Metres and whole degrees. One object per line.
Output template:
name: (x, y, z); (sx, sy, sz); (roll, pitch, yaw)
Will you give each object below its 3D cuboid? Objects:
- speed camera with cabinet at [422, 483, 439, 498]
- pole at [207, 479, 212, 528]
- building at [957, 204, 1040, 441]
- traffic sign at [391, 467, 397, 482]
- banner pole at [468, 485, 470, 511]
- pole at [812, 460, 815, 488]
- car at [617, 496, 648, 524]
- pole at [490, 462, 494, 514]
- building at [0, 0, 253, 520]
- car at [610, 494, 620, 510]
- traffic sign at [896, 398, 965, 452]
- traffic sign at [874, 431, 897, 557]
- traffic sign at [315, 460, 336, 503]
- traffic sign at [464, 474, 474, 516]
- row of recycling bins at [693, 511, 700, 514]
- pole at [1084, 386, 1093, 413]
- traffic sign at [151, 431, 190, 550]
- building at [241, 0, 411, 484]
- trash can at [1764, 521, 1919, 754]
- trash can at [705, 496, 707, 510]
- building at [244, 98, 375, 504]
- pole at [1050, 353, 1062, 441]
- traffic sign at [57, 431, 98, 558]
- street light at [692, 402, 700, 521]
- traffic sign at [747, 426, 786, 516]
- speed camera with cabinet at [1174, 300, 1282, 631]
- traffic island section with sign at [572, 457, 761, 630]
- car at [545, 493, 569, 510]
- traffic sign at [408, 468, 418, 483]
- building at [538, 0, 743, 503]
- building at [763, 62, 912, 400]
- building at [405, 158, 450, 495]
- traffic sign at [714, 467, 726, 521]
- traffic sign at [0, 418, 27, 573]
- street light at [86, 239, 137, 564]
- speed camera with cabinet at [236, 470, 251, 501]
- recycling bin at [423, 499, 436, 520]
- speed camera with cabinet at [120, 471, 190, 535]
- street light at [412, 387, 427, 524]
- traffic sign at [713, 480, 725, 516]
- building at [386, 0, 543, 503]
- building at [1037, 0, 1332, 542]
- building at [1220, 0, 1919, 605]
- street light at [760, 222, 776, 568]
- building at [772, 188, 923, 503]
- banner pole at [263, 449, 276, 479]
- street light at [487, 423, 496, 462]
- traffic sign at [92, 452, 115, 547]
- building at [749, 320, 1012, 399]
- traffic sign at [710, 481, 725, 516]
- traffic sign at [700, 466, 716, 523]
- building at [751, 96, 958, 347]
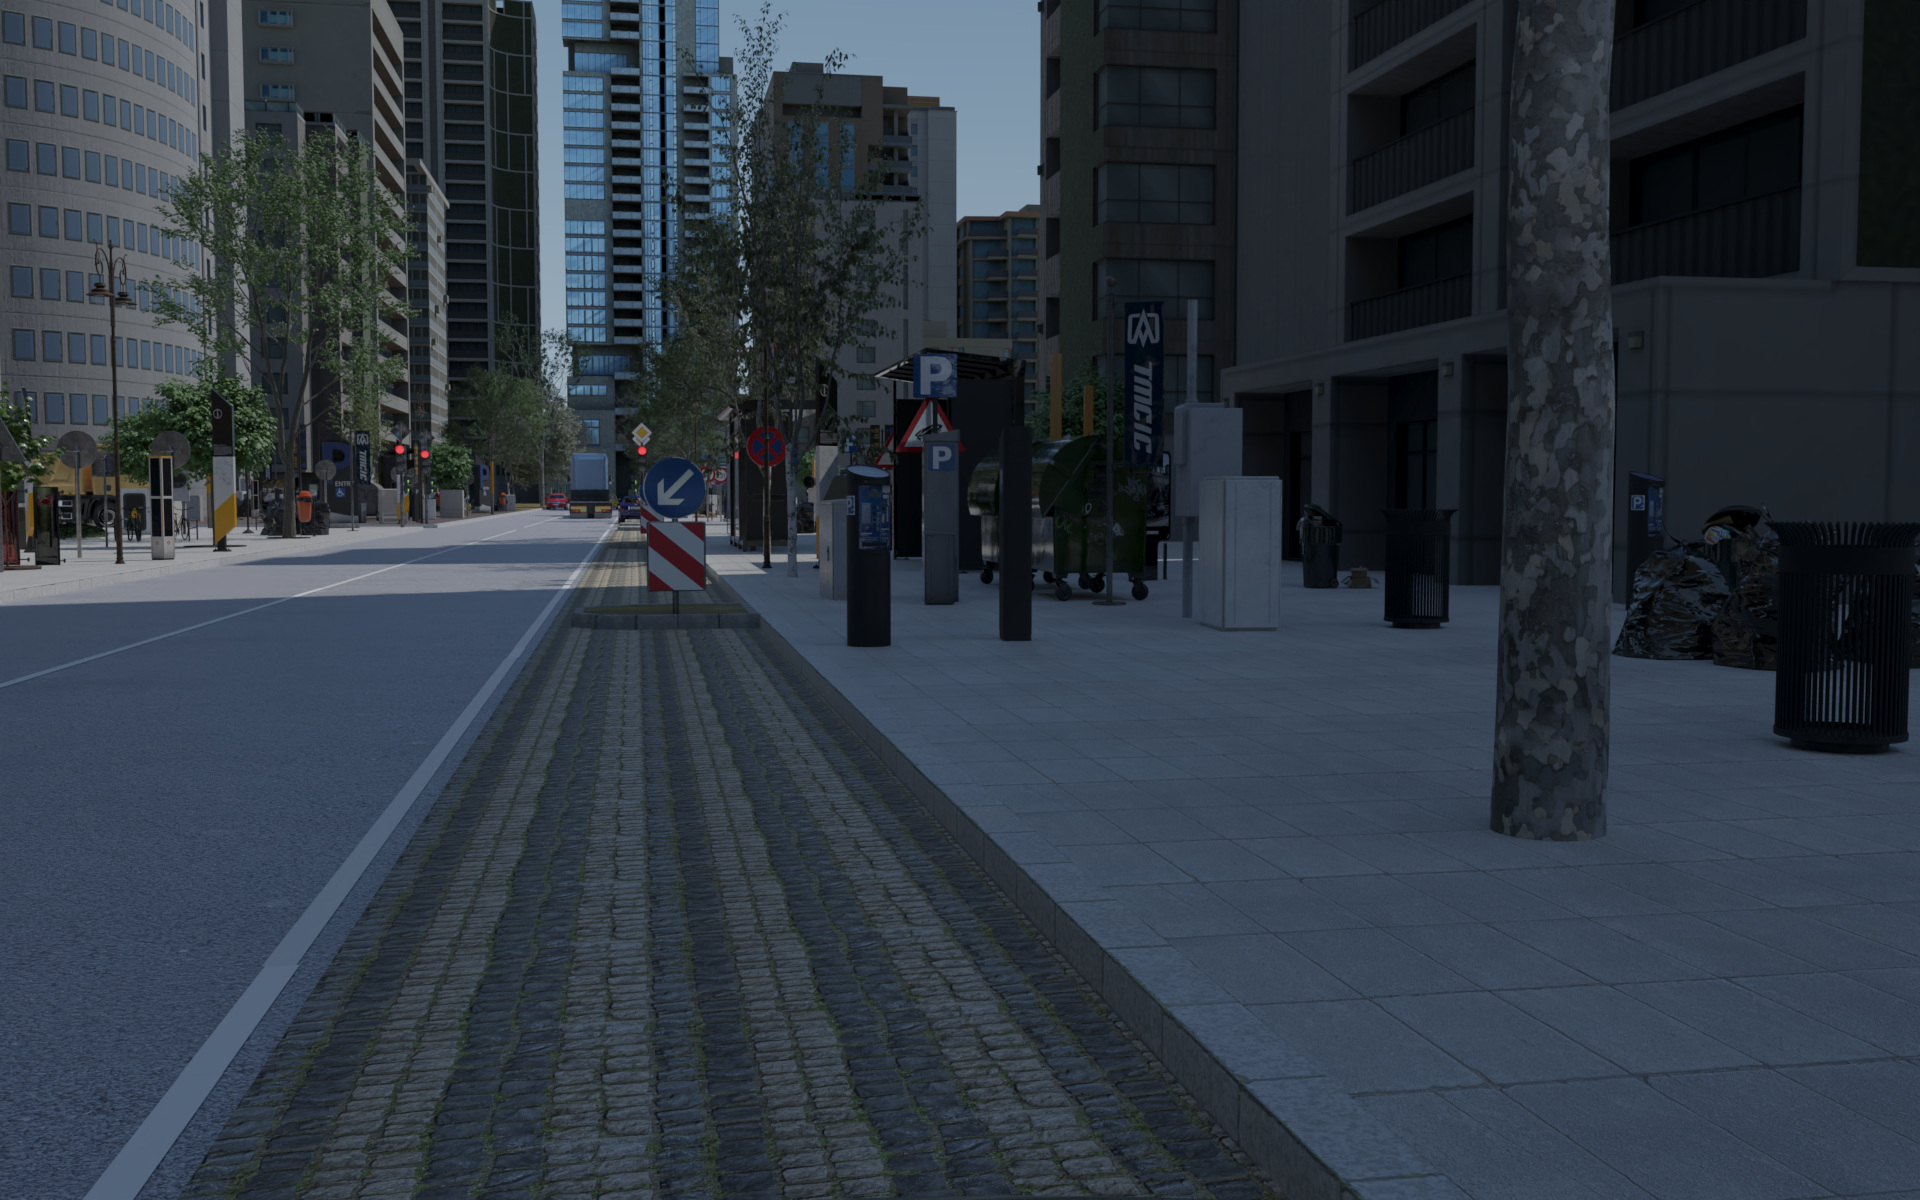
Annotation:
speed camera with cabinet: (-43.587, -9.014, 141.707); (2.038, 3.252, 0.660); (0, 4, 2)
pole: (-28.076, -4.339, 64.780); (0.158, 3.312, 0.155); (0, 3, 0)
building: (12.055, -37.308, 264.613); (28.867, 44.769, 22.147); (-1, 4, -11)
traffic sign: (-25.060, -4.729, 77.432); (0.768, 2.556, 0.104); (0, 4, -5)
banner pole: (-37.481, -8.667, 131.715); (0.401, 3.779, 0.863); (-3, 5, -43)
pole: (-8.695, -6.677, 103.012); (0.158, 3.312, 0.155); (0, 3, 0)
car: (-15.827, -4.418, 84.813); (1.945, 1.354, 3.894); (-1, 4, -9)
pole: (-29.382, -7.026, 108.724); (0.158, 3.312, 0.155); (0, 3, 0)
building: (-52.571, -33.673, 92.553); (21.231, 58.520, 28.212); (-1, 4, -11)
car: (-32.460, -9.174, 160.223); (2.015, 1.641, 3.980); (-1, 4, -10)
traffic sign: (-0.378, -1.345, 21.992); (0.884, 2.594, 0.081); (-1, 4, -8)
traffic sign: (-1.355, -2.165, 35.397); (0.884, 2.594, 0.081); (-1, 4, -10)
traffic sign: (-23.495, -3.917, 64.144); (0.768, 2.556, 0.104); (0, 4, -2)
traffic sign: (-28.564, -6.132, 100.357); (0.768, 2.556, 0.104); (0, 4, -4)
row of recycling bins: (-17.637, -6.383, 111.479); (1.069, 1.692, 3.534); (-2, 4, -29)
pole: (2.422, -2.381, 32.771); (0.158, 3.312, 0.155); (0, 3, 0)
traffic sign: (-15.925, -2.132, 34.967); (0.768, 2.556, 0.104); (0, 4, -3)
building: (-61.557, -32.425, 153.854); (21.300, 48.544, 21.600); (-1, 4, -11)
trash can: (4.448, 0.179, 8.726); (0.748, 1.137, 0.748); (0, 3, 0)
trash can: (-17.477, -6.508, 118.052); (0.748, 1.137, 0.748); (0, 3, 0)
building: (-52.603, -21.933, 130.301); (14.160, 30.474, 14.107); (-1, 4, -11)
pole: (1.394, -1.920, 25.230); (0.158, 3.312, 0.155); (0, 3, 0)
traffic sign: (-17.700, -2.119, 34.747); (0.768, 2.556, 0.104); (-1, 4, -9)
street light: (-10.390, -5.829, 68.093); (0.468, 5.910, 1.993); (-1, 4, -11)
traffic sign: (-3.604, -1.979, 32.466); (0.768, 2.556, 0.104); (0, 4, -1)
speed camera with cabinet: (2.625, -1.391, 17.075); (0.660, 3.252, 2.038); (0, 4, -6)
traffic island section with sign: (-3.266, -0.642, 19.129); (1.989, 1.847, 2.006); (-1, 4, -11)
car: (-36.580, -9.067, 157.282); (2.155, 1.783, 4.494); (-1, 4, -10)
traffic sign: (-26.510, -5.135, 84.057); (0.768, 2.556, 0.104); (0, 4, -2)
building: (-45.391, -57.451, 251.990); (31.000, 86.520, 22.319); (-1, 4, -11)
building: (-13.095, -32.519, 181.790); (14.600, 45.320, 14.200); (-1, 4, -11)
building: (-69.603, -30.581, 191.885); (23.993, 40.220, 32.217); (-1, 4, -11)
traffic sign: (-11.212, -4.958, 81.176); (0.768, 2.556, 0.104); (0, 4, -4)
traffic sign: (-15.674, -1.727, 28.248); (0.884, 2.594, 0.081); (0, 4, -1)
street light: (-15.418, -3.598, 31.610); (0.468, 5.910, 1.993); (-1, 4, -11)
speed camera with cabinet: (-43.071, -6.712, 104.071); (0.660, 3.252, 2.038); (0, 4, -4)
recycling bin: (-26.591, -4.507, 86.237); (0.722, 1.027, 0.722); (-3, 5, -42)
speed camera with cabinet: (-25.523, -3.701, 54.853); (2.038, 3.252, 0.660); (-1, 4, -22)
street light: (-23.419, -6.264, 75.211); (0.468, 5.910, 1.993); (-1, 4, -11)
traffic sign: (-14.226, -6.257, 102.406); (0.768, 2.556, 0.104); (0, 4, -2)
building: (-70.874, -49.461, 246.939); (20.611, 71.187, 20.563); (-1, 4, -11)
building: (9.418, -17.227, 53.366); (14.160, 30.474, 14.107); (-1, 4, -11)
building: (17.034, -35.812, 23.776); (20.563, 71.187, 20.611); (-1, 4, -11)
street light: (-3.335, -3.484, 29.752); (0.468, 5.910, 1.993); (-1, 4, -11)
building: (-11.432, -24.244, 168.097); (14.160, 30.474, 14.107); (-1, 4, -11)
banner pole: (-38.051, -6.461, 95.652); (0.863, 3.779, 0.401); (-2, 4, -30)
street light: (-30.623, -8.598, 113.372); (0.468, 5.910, 1.993); (-1, 4, -11)
traffic sign: (-20.615, -2.426, 41.788); (0.606, 2.300, 0.079); (0, 4, -8)
building: (-10.442, -22.009, 204.894); (27.650, 21.520, 28.899); (-1, 4, -11)
traffic sign: (-14.448, -6.311, 103.184); (0.884, 2.594, 0.081); (-1, 4, -9)
traffic sign: (-11.361, -4.762, 77.964); (0.768, 2.556, 0.104); (0, 4, -4)
building: (-16.170, -43.770, 257.644); (28.212, 58.520, 21.231); (-1, 4, -11)
